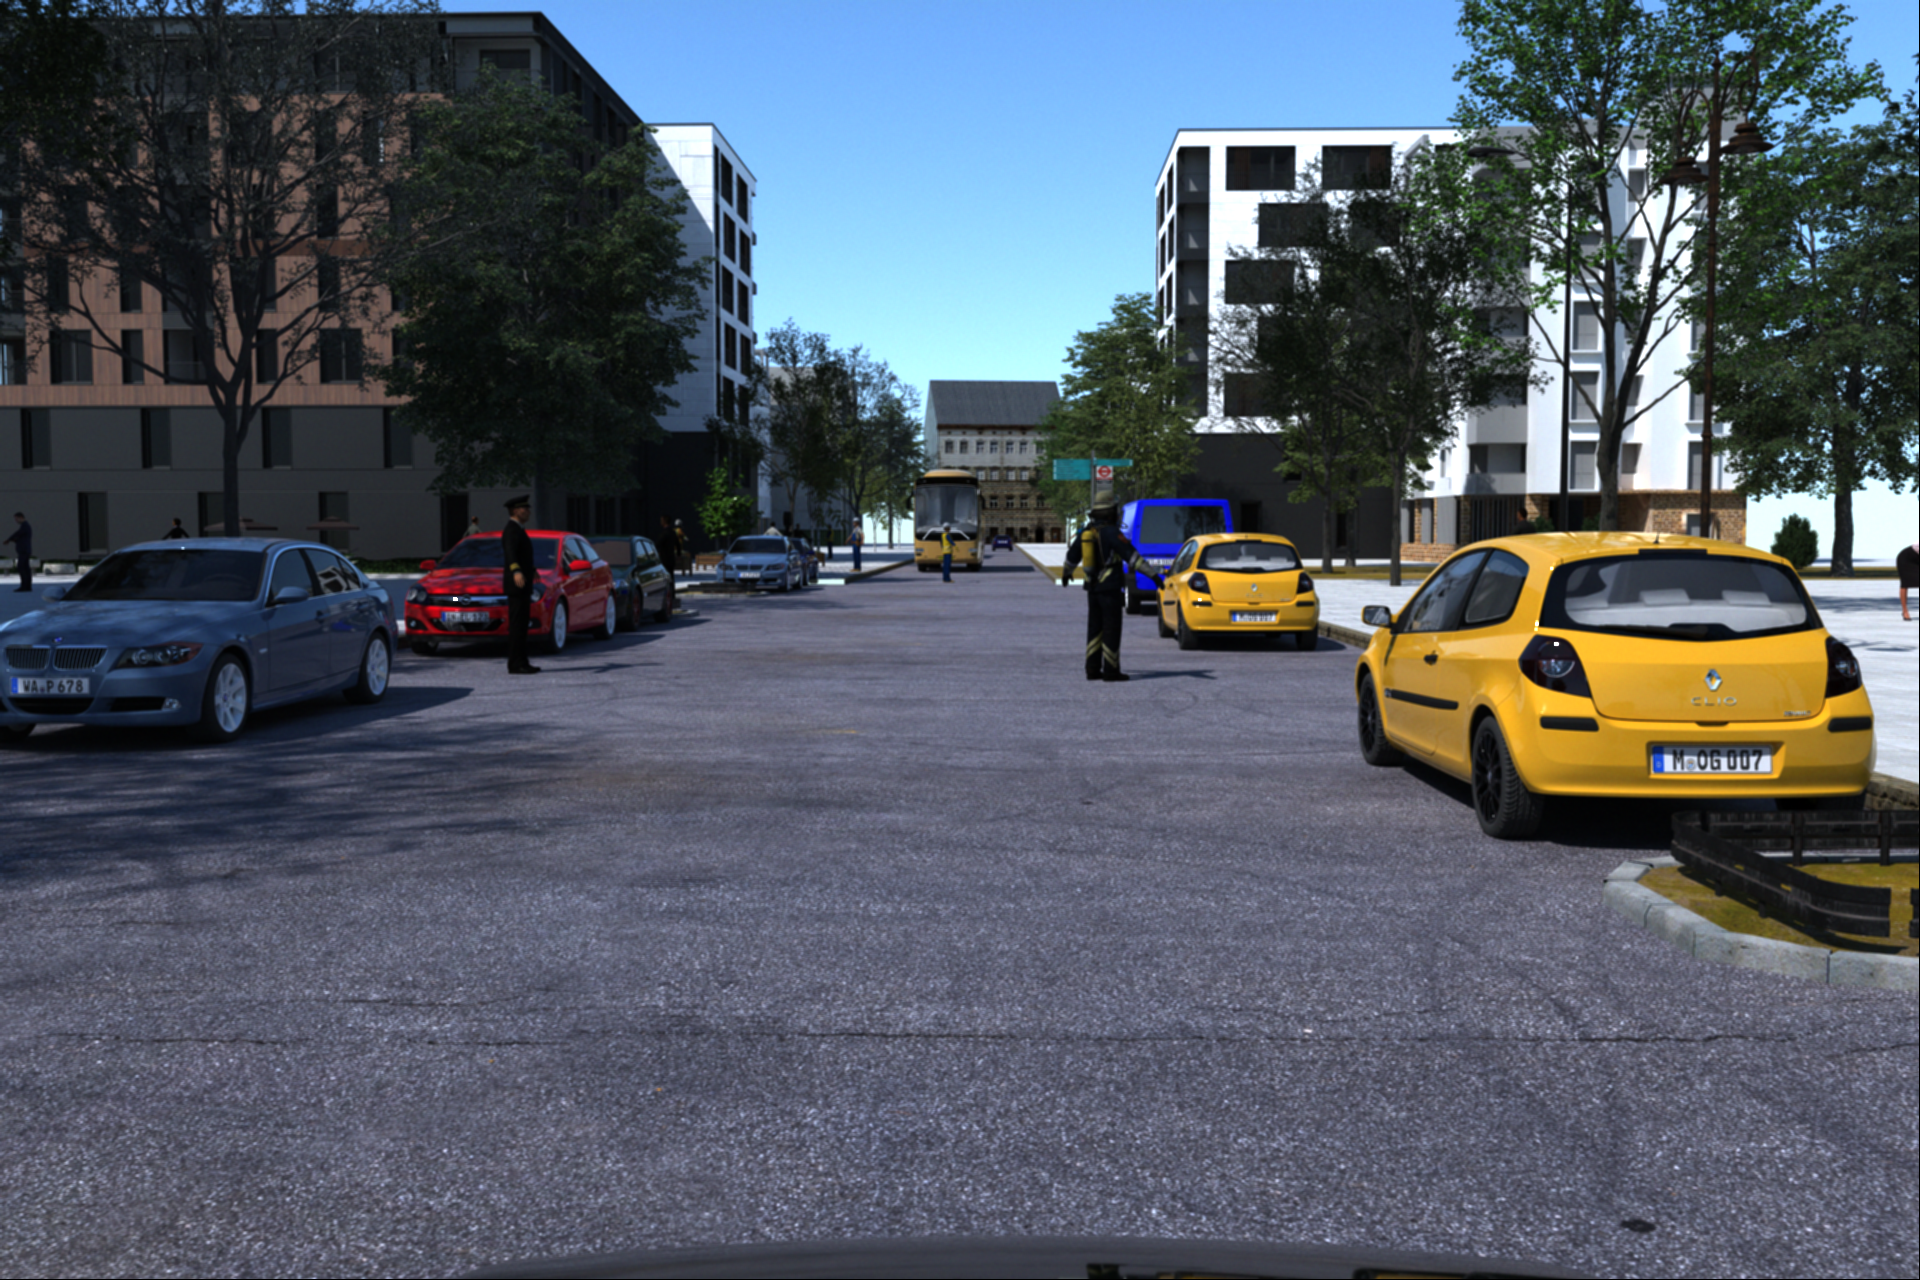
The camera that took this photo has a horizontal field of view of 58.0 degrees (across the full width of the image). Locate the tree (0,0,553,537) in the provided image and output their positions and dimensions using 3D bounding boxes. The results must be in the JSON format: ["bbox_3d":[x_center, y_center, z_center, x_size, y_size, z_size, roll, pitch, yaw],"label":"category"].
[{"bbox_3d":[-11.930,-7.202,28.123,12.009,13.543,11.850,0,3,0],"label":"tree"}]

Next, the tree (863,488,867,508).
[{"bbox_3d":[-15.715,-19.713,240.428,7.486,12.596,7.792,0,3,0],"label":"tree"}]

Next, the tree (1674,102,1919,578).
[{"bbox_3d":[26.011,-8.821,50.877,9.857,13.997,8.962,0,3,0],"label":"tree"}]

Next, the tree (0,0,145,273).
[{"bbox_3d":[-11.783,-4.976,15.773,8.767,10.594,7.601,-1,4,-13],"label":"tree"}]

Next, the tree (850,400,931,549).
[{"bbox_3d":[-6.017,-13.928,145.857,7.486,12.596,7.792,0,3,0],"label":"tree"}]

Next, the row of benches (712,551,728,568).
[{"bbox_3d":[-7.607,-3.020,64.842,4.104,0.672,1.422,2,4,31],"label":"row of benches"}]

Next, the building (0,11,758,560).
[{"bbox_3d":[-26.277,-14.731,84.824,27.936,21.610,32.646,0,4,2],"label":"building"}]

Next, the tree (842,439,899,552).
[{"bbox_3d":[-6.243,-10.635,124.239,4.737,8.622,4.395,0,3,0],"label":"tree"}]

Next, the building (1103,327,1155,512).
[{"bbox_3d":[29.130,-20.963,186.720,27.936,21.610,32.646,0,4,1],"label":"building"}]

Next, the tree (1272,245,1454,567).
[{"bbox_3d":[15.527,-9.104,66.971,7.486,12.596,7.792,0,3,0],"label":"tree"}]

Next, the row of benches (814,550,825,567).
[{"bbox_3d":[-7.154,-3.274,68.987,4.104,0.672,1.422,2,4,27],"label":"row of benches"}]

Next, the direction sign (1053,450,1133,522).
[{"bbox_3d":[4.222,-4.023,54.532,2.525,3.948,1.411,0,3,0],"label":"direction sign"}]

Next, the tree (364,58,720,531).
[{"bbox_3d":[-11.373,-8.577,46.897,9.857,13.997,8.962,0,3,0],"label":"tree"}]

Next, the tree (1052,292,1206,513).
[{"bbox_3d":[7.887,-9.995,81.552,7.486,12.596,7.792,0,3,0],"label":"tree"}]

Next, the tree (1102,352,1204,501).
[{"bbox_3d":[7.684,-7.379,71.010,4.737,8.622,4.395,0,3,0],"label":"tree"}]

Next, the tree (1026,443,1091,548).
[{"bbox_3d":[9.597,-13.454,154.385,8.767,10.594,7.601,1,4,22],"label":"tree"}]

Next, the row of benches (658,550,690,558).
[{"bbox_3d":[-12.126,-3.120,66.476,4.104,0.672,1.422,-3,5,-40],"label":"row of benches"}]

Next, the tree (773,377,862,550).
[{"bbox_3d":[-6.752,-8.034,81.723,4.737,8.622,4.395,0,3,0],"label":"tree"}]

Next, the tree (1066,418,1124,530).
[{"bbox_3d":[8.432,-9.591,107.174,4.737,8.622,4.395,0,3,0],"label":"tree"}]

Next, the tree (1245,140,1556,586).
[{"bbox_3d":[10.471,-6.590,42.155,7.601,10.594,8.767,-3,5,-44],"label":"tree"}]

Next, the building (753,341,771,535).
[{"bbox_3d":[-24.973,-18.968,166.544,16.016,20.090,11.380,0,4,2],"label":"building"}]

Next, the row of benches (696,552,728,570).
[{"bbox_3d":[-7.310,-2.772,60.790,4.104,0.672,1.422,1,4,21],"label":"row of benches"}]

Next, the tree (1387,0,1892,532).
[{"bbox_3d":[10.405,-6.216,27.385,9.928,11.665,9.643,0,3,0],"label":"tree"}]

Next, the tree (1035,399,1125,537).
[{"bbox_3d":[10.035,-13.805,143.845,7.486,12.596,7.792,0,3,0],"label":"tree"}]

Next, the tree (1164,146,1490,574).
[{"bbox_3d":[11.836,-8.906,55.978,12.009,13.543,11.850,0,3,0],"label":"tree"}]

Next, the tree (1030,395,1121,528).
[{"bbox_3d":[9.044,-12.443,129.191,9.928,11.665,9.643,0,3,0],"label":"tree"}]

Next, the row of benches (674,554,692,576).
[{"bbox_3d":[-10.089,-2.305,53.153,4.104,0.672,1.422,1,4,14],"label":"row of benches"}]

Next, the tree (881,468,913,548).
[{"bbox_3d":[-5.452,-12.460,154.089,4.360,8.622,3.978,0,3,0],"label":"tree"}]

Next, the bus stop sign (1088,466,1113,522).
[{"bbox_3d":[4.936,-4.416,60.911,0.855,3.939,0.416,0,4,1],"label":"bus stop sign"}]

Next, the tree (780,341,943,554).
[{"bbox_3d":[-6.680,-12.297,111.428,12.009,13.543,11.850,0,3,0],"label":"tree"}]

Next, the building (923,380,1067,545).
[{"bbox_3d":[4.692,-25.263,246.434,18.063,23.208,19.493,0,4,-7],"label":"building"}]

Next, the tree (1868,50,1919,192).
[{"bbox_3d":[9.429,-4.662,10.641,8.767,10.594,7.601,-1,4,-14],"label":"tree"}]

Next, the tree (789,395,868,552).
[{"bbox_3d":[-7.059,-8.398,87.676,4.737,8.622,4.395,0,3,0],"label":"tree"}]

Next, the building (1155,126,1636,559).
[{"bbox_3d":[25.424,-15.878,103.577,27.936,21.610,32.646,0,4,2],"label":"building"}]

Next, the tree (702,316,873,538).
[{"bbox_3d":[-7.512,-8.613,75.233,8.767,10.594,7.601,1,4,15],"label":"tree"}]

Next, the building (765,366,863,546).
[{"bbox_3d":[-20.666,-20.314,198.597,16.747,18.905,31.486,0,4,1],"label":"building"}]

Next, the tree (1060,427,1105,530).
[{"bbox_3d":[8.975,-10.319,119.074,4.737,8.622,4.395,0,3,0],"label":"tree"}]

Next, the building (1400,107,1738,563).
[{"bbox_3d":[26.531,-13.877,83.315,16.016,20.090,11.380,0,4,2],"label":"building"}]
